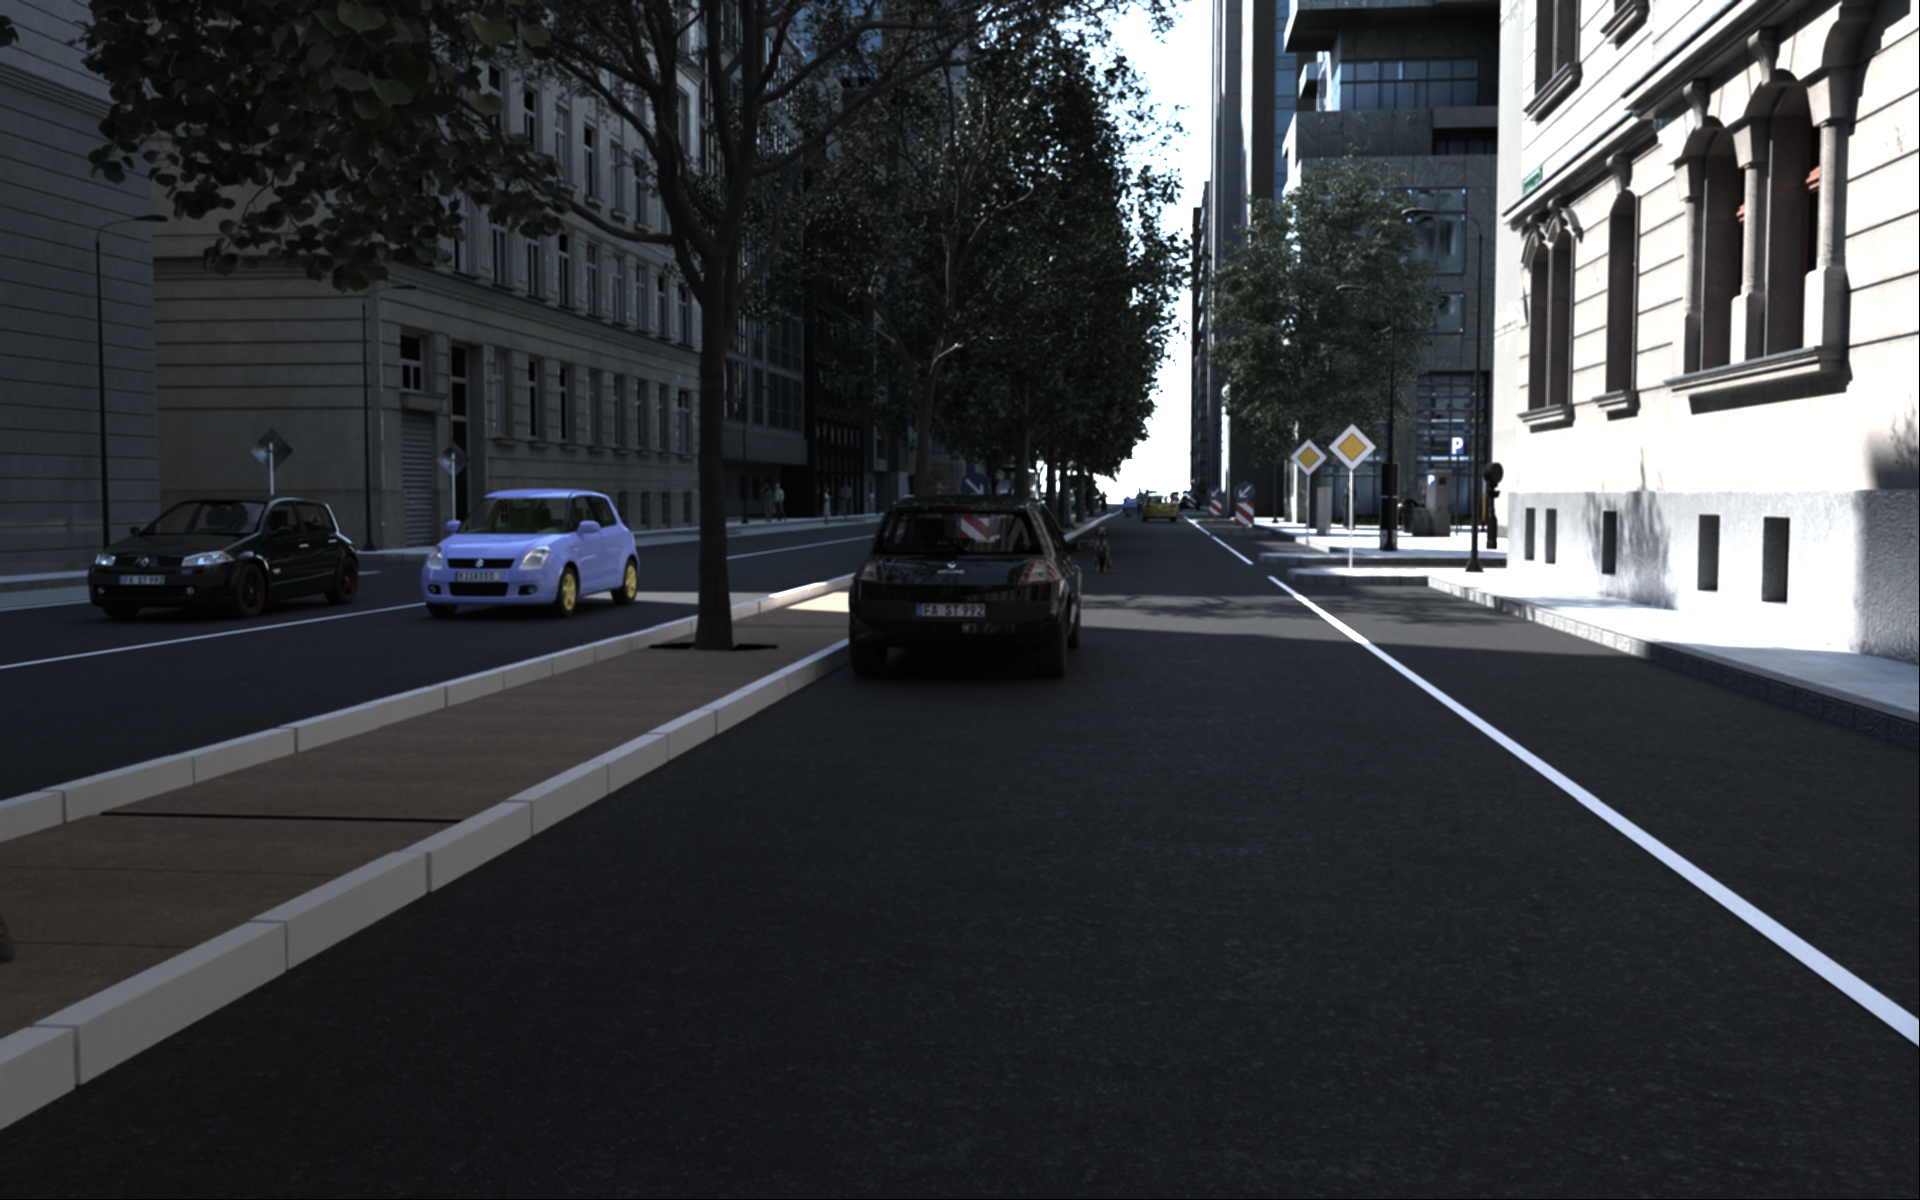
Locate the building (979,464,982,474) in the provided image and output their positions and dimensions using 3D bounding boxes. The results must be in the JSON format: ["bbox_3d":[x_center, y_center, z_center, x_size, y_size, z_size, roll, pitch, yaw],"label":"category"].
[{"bbox_3d":[-5.303,-30.220,177.687,14.154,41.232,14.086,0,4,6],"label":"building"}]

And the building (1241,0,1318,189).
[{"bbox_3d":[26.761,-28.736,119.950,14.600,45.320,14.200,0,4,6],"label":"building"}]

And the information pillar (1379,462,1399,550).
[{"bbox_3d":[9.817,-2.149,39.622,0.304,2.012,0.304,-2,4,-34],"label":"information pillar"}]

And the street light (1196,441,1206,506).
[{"bbox_3d":[21.562,-10.922,151.112,1.470,5.913,1.316,0,4,6],"label":"street light"}]

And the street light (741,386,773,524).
[{"bbox_3d":[-8.733,-6.233,74.457,1.470,5.913,1.316,0,4,6],"label":"street light"}]

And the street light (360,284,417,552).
[{"bbox_3d":[-12.671,-4.031,38.449,1.470,5.913,1.316,0,4,6],"label":"street light"}]

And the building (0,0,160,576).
[{"bbox_3d":[-29.668,-15.242,26.703,29.804,29.767,11.434,0,4,6],"label":"building"}]

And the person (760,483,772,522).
[{"bbox_3d":[-8.712,-4.420,78.564,0.600,1.795,0.529,3,5,40],"label":"person"}]

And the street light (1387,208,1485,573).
[{"bbox_3d":[7.883,-3.407,28.254,1.470,5.913,1.316,0,4,6],"label":"street light"}]

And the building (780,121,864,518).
[{"bbox_3d":[-12.953,-16.549,100.253,12.332,23.373,15.834,0,4,6],"label":"building"}]

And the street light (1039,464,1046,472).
[{"bbox_3d":[12.855,-18.127,268.919,1.470,5.913,1.316,0,4,6],"label":"street light"}]

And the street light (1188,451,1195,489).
[{"bbox_3d":[26.590,-13.716,196.802,1.470,5.913,1.316,0,4,6],"label":"street light"}]

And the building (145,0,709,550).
[{"bbox_3d":[-18.831,-13.485,53.756,16.112,22.955,30.059,0,4,6],"label":"building"}]

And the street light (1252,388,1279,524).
[{"bbox_3d":[13.112,-6.259,74.880,1.470,5.913,1.316,0,4,6],"label":"street light"}]

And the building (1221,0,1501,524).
[{"bbox_3d":[25.271,-47.308,86.163,22.319,86.520,31.000,0,4,6],"label":"building"}]

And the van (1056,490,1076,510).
[{"bbox_3d":[9.712,-9.283,158.795,2.013,2.044,4.112,0,4,6],"label":"van"}]

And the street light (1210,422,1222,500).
[{"bbox_3d":[17.575,-8.716,115.044,1.470,5.913,1.316,0,4,6],"label":"street light"}]

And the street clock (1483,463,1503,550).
[{"bbox_3d":[12.327,-2.173,40.095,0.471,2.002,0.358,-3,4,-38],"label":"street clock"}]

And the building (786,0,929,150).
[{"bbox_3d":[-9.963,-29.690,135.535,14.600,45.320,14.200,0,4,6],"label":"building"}]

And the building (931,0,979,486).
[{"bbox_3d":[-10.083,-37.581,156.441,21.231,58.520,28.212,0,4,6],"label":"building"}]

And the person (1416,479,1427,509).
[{"bbox_3d":[16.173,-3.316,60.439,0.537,1.800,0.526,2,4,25],"label":"person"}]

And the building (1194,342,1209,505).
[{"bbox_3d":[42.614,-22.295,209.560,27.650,21.520,28.899,0,4,6],"label":"building"}]

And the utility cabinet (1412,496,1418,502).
[{"bbox_3d":[17.344,-3.284,64.858,0.306,1.237,1.020,-2,4,-24],"label":"utility cabinet"}]

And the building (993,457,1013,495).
[{"bbox_3d":[0.495,-35.573,231.721,14.600,45.320,14.200,0,4,6],"label":"building"}]

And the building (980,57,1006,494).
[{"bbox_3d":[-8.168,-38.060,211.516,28.713,52.752,27.495,0,4,6],"label":"building"}]

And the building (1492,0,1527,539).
[{"bbox_3d":[25.733,-25.740,44.543,21.600,48.544,21.300,0,4,6],"label":"building"}]

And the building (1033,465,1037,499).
[{"bbox_3d":[4.189,-29.942,261.250,14.160,30.474,14.107,0,4,6],"label":"building"}]

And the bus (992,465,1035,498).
[{"bbox_3d":[4.625,-9.356,144.518,2.896,3.916,12.252,0,4,6],"label":"bus"}]

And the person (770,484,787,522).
[{"bbox_3d":[-8.477,-4.530,80.599,0.782,1.767,0.515,3,4,36],"label":"person"}]

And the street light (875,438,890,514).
[{"bbox_3d":[-4.715,-8.427,110.320,1.470,5.913,1.316,0,4,6],"label":"street light"}]

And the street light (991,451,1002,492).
[{"bbox_3d":[3.909,-13.155,187.625,1.470,5.913,1.316,0,4,6],"label":"street light"}]

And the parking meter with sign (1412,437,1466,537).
[{"bbox_3d":[14.465,-3.433,52.395,1.738,3.016,0.543,-2,4,-31],"label":"parking meter with sign"}]

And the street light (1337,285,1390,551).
[{"bbox_3d":[9.084,-4.045,38.674,1.470,5.913,1.316,0,4,6],"label":"street light"}]

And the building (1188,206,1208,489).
[{"bbox_3d":[41.717,-37.373,261.159,14.600,45.320,14.200,0,4,6],"label":"building"}]

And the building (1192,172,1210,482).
[{"bbox_3d":[44.328,-37.843,238.334,23.786,49.044,30.456,0,4,6],"label":"building"}]

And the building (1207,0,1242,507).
[{"bbox_3d":[35.078,-38.399,169.821,21.231,58.520,28.212,0,4,6],"label":"building"}]

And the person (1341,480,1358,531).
[{"bbox_3d":[13.583,-3.300,60.415,0.576,1.772,0.534,1,4,13],"label":"person"}]

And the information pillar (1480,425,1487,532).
[{"bbox_3d":[17.637,-4.093,58.272,0.183,3.616,0.504,1,4,12],"label":"information pillar"}]

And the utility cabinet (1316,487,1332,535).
[{"bbox_3d":[11.228,-2.739,53.463,0.318,1.500,1.173,1,4,19],"label":"utility cabinet"}]

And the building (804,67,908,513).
[{"bbox_3d":[-11.557,-21.366,121.040,14.160,30.474,14.107,0,4,6],"label":"building"}]

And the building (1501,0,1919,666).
[{"bbox_3d":[13.762,-13.941,15.331,14.401,28.519,23.554,0,4,6],"label":"building"}]

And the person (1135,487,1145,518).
[{"bbox_3d":[10.894,-5.851,104.010,0.795,1.843,0.661,-2,4,-33],"label":"person"}]

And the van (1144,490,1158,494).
[{"bbox_3d":[19.535,-10.399,177.038,2.013,2.044,4.112,0,4,7],"label":"van"}]

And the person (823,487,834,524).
[{"bbox_3d":[-6.157,-4.410,81.177,0.524,1.755,0.480,0,4,3],"label":"person"}]

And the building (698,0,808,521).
[{"bbox_3d":[-16.322,-17.552,80.482,14.314,27.812,24.014,0,4,6],"label":"building"}]

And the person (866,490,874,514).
[{"bbox_3d":[-5.652,-6.172,109.547,0.503,1.515,0.523,1,4,14],"label":"person"}]

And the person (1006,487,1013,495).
[{"bbox_3d":[2.984,-5.737,102.316,0.555,1.821,0.388,1,4,10],"label":"person"}]

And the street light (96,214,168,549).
[{"bbox_3d":[-13.814,-3.448,28.909,1.470,5.913,1.316,0,4,6],"label":"street light"}]
